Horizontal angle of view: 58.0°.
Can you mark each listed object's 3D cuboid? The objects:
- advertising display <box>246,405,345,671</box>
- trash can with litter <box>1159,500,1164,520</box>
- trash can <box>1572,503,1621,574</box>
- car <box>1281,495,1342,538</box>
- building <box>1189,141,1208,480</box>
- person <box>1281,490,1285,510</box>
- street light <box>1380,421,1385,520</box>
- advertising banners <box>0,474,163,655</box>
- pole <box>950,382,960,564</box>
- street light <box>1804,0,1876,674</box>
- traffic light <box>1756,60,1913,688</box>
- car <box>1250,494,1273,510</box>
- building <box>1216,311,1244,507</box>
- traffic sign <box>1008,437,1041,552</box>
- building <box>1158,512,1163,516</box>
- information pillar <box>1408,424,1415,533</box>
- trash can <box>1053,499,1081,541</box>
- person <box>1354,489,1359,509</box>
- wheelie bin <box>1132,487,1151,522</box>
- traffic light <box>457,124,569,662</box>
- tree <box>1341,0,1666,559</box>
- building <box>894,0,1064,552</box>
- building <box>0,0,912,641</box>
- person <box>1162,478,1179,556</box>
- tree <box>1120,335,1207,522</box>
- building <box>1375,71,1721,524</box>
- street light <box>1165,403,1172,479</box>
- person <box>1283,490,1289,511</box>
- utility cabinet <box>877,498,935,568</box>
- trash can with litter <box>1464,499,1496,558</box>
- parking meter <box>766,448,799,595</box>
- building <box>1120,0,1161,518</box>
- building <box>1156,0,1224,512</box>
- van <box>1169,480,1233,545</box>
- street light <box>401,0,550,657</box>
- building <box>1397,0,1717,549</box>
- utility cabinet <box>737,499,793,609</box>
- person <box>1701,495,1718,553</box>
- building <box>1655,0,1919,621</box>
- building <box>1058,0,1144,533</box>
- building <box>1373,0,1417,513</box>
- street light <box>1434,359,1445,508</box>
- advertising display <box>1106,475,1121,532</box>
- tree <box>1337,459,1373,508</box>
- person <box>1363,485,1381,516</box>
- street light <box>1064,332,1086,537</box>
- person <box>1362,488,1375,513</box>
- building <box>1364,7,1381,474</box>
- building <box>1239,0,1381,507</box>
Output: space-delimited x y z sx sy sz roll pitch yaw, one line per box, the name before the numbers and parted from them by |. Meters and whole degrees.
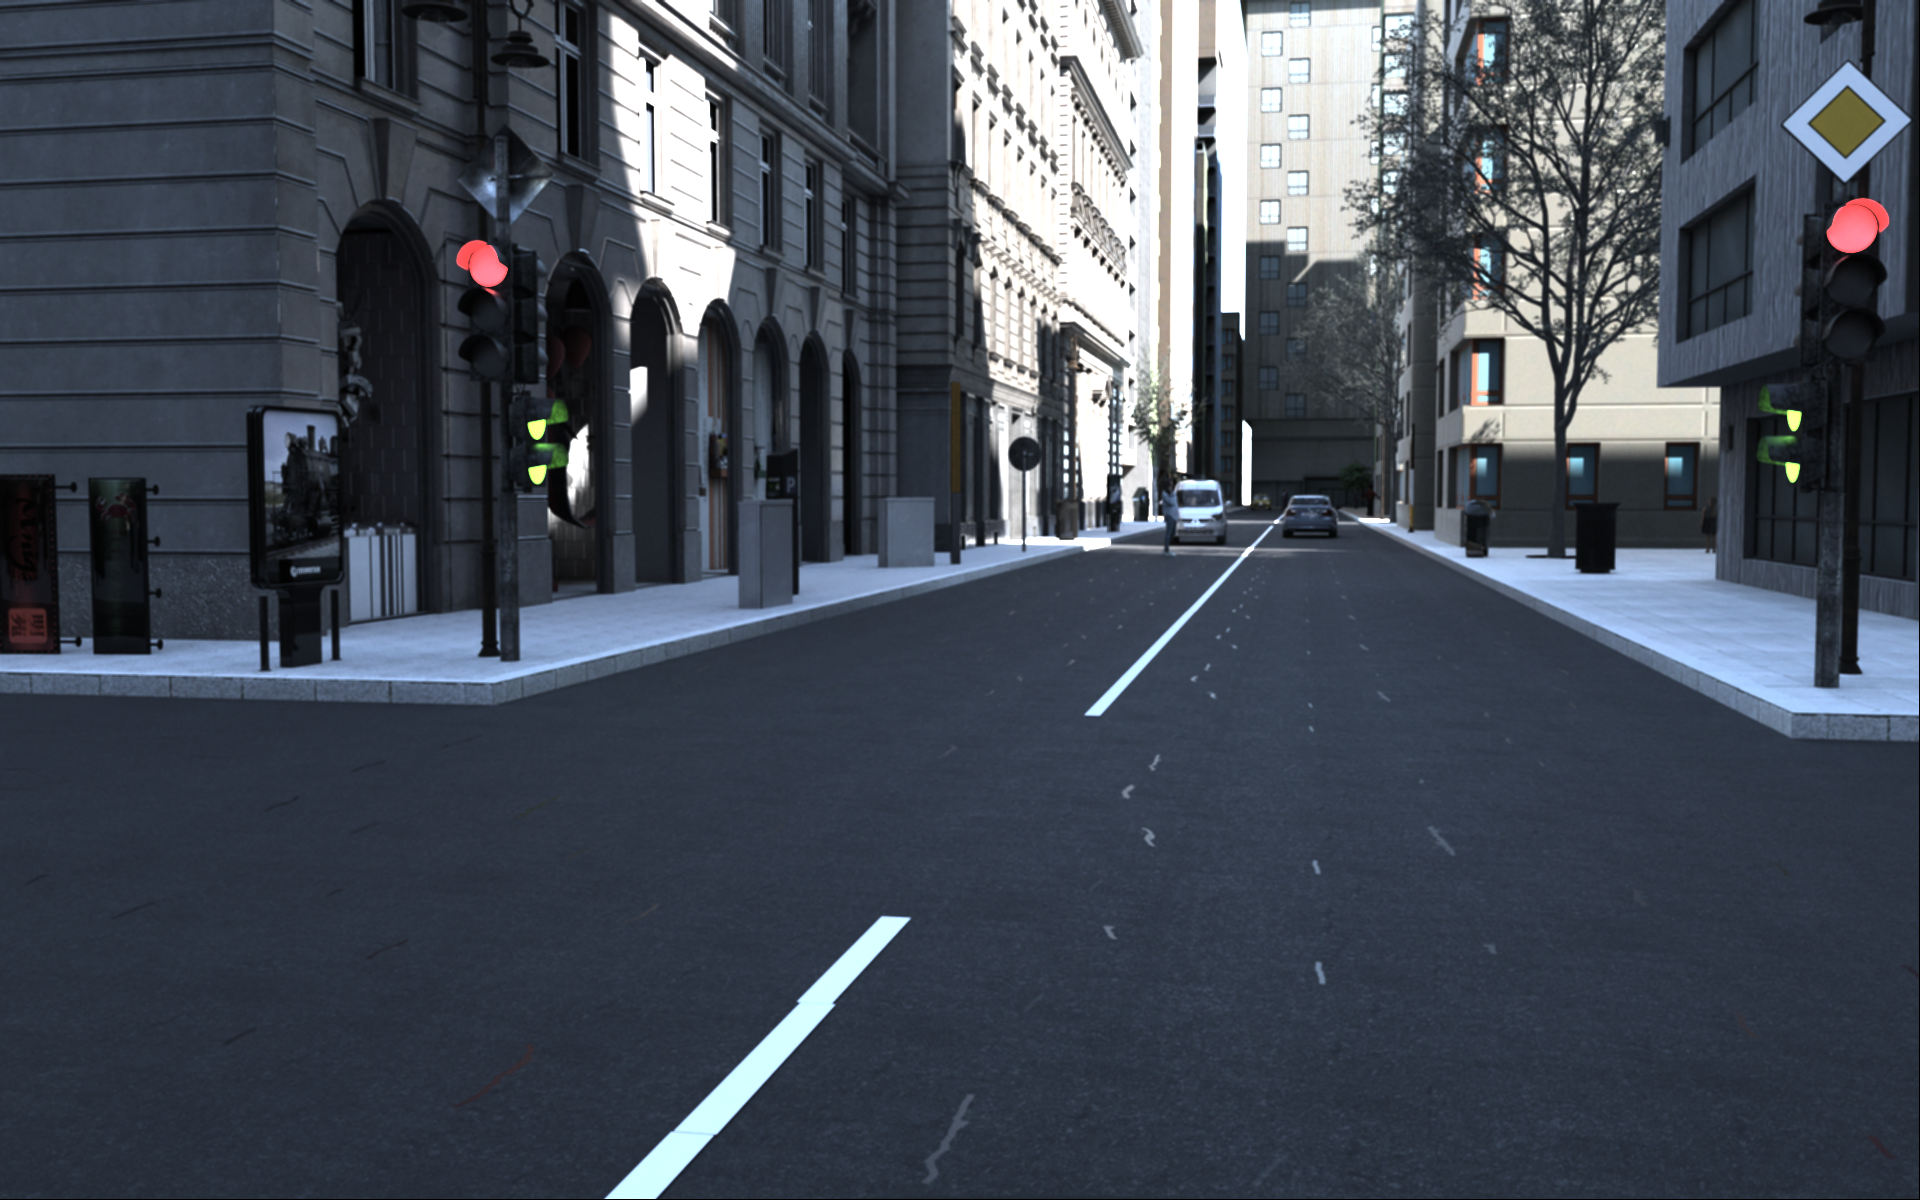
advertising display | -4.932 -0.471 12.910 0.123 1.923 0.974 1 4 15
trash can with litter | 10.156 -4.449 84.128 0.624 1.170 1.055 2 4 31
trash can | 10.320 -1.007 28.111 0.748 1.137 0.748 0 3 0
car | 11.765 -2.819 58.093 2.014 1.417 4.499 1 4 13
building | 12.045 -22.347 137.080 14.160 30.474 14.107 1 4 11
person | 29.005 -8.987 155.304 0.599 1.838 0.709 3 5 40
street light | 20.692 -6.845 84.695 0.468 5.910 1.993 1 4 11
advertising banners | -7.429 -1.077 13.796 2.074 3.025 0.090 0 4 2
pole | -0.085 -2.313 31.654 0.158 3.312 0.155 0 3 0
street light | 6.359 -2.412 12.222 0.468 5.910 1.993 1 4 11
traffic light | 5.743 -1.375 11.401 0.839 4.253 0.868 1 4 11
car | 27.188 -8.932 156.262 2.015 1.641 3.980 1 4 12
building | 15.550 -20.911 186.937 28.899 21.520 27.650 1 4 11
traffic sign | 1.420 -2.343 38.410 0.768 2.556 0.104 1 4 20
building | 9.367 -28.908 122.755 14.600 45.320 14.200 1 4 11
information pillar | 15.100 -4.071 57.912 0.183 3.616 0.504 0 4 8
trash can | 2.939 -2.199 47.601 0.748 1.137 0.748 0 3 0
person | 34.371 -8.758 150.153 0.541 1.710 0.530 -1 4 -15
wheelie bin | 8.459 -4.451 80.686 0.693 1.594 0.980 -2 4 -28
traffic light | -3.444 -1.485 13.196 0.839 4.253 0.868 1 4 11
tree | 12.031 -7.572 34.170 12.009 13.543 11.850 0 3 0
building | -3.062 -12.109 47.137 9.793 20.994 18.267 1 4 11
building | -9.365 -11.316 26.823 13.314 21.916 24.055 1 4 11
person | 4.846 -1.919 40.135 0.793 1.790 0.793 0 4 -7
tree | 9.152 -7.924 79.925 4.360 8.622 3.978 0 3 0
building | 38.420 -15.463 97.853 27.650 21.520 28.899 1 4 11
street light | 10.410 -6.917 85.882 0.468 5.910 1.993 1 4 11
person | 28.194 -8.624 149.945 0.568 1.767 0.683 -3 4 -37
utility cabinet | -0.948 -1.182 30.485 1.020 1.237 0.306 -2 4 -35
trash can with litter | 10.609 -1.466 35.350 0.624 1.170 1.055 1 4 17
parking meter | -2.253 -0.995 21.975 0.255 1.863 0.399 2 4 32
building | 3.385 -25.175 95.210 14.154 41.232 14.086 1 4 11
building | 16.023 -30.891 155.185 14.200 45.320 14.600 1 4 11
van | 6.909 -2.651 50.359 2.013 2.044 4.112 1 4 9
street light | -3.722 -2.492 13.537 0.468 5.910 1.993 1 4 11
building | 28.377 -12.683 52.404 27.650 21.520 28.899 1 4 11
utility cabinet | -2.226 -0.530 19.826 0.306 1.237 1.020 1 4 15
person | 16.281 -1.644 37.590 0.362 1.253 0.373 1 4 18
building | 15.923 -15.025 17.359 14.107 30.474 14.160 1 4 11
building | 0.523 -14.490 65.791 11.050 23.489 19.941 1 4 11
building | 36.019 -26.675 119.739 14.154 41.232 14.086 1 4 11
street light | 13.558 -4.640 48.650 0.468 5.910 1.993 1 4 11
advertising display | 5.204 -3.271 58.688 0.123 1.923 0.974 2 4 28
tree | 36.725 -10.846 161.051 4.285 4.588 4.351 0 3 0
person | 23.683 -5.735 99.779 0.705 1.831 1.348 -3 4 -36
street light | 3.293 -4.697 49.582 0.468 5.910 1.993 1 4 11
person | 25.665 -6.233 108.778 0.721 1.723 1.217 -2 4 -27
building | 45.573 -31.865 140.606 23.786 49.044 30.456 1 4 11
building | 43.319 -36.198 181.067 27.495 52.752 28.713 1 4 11
